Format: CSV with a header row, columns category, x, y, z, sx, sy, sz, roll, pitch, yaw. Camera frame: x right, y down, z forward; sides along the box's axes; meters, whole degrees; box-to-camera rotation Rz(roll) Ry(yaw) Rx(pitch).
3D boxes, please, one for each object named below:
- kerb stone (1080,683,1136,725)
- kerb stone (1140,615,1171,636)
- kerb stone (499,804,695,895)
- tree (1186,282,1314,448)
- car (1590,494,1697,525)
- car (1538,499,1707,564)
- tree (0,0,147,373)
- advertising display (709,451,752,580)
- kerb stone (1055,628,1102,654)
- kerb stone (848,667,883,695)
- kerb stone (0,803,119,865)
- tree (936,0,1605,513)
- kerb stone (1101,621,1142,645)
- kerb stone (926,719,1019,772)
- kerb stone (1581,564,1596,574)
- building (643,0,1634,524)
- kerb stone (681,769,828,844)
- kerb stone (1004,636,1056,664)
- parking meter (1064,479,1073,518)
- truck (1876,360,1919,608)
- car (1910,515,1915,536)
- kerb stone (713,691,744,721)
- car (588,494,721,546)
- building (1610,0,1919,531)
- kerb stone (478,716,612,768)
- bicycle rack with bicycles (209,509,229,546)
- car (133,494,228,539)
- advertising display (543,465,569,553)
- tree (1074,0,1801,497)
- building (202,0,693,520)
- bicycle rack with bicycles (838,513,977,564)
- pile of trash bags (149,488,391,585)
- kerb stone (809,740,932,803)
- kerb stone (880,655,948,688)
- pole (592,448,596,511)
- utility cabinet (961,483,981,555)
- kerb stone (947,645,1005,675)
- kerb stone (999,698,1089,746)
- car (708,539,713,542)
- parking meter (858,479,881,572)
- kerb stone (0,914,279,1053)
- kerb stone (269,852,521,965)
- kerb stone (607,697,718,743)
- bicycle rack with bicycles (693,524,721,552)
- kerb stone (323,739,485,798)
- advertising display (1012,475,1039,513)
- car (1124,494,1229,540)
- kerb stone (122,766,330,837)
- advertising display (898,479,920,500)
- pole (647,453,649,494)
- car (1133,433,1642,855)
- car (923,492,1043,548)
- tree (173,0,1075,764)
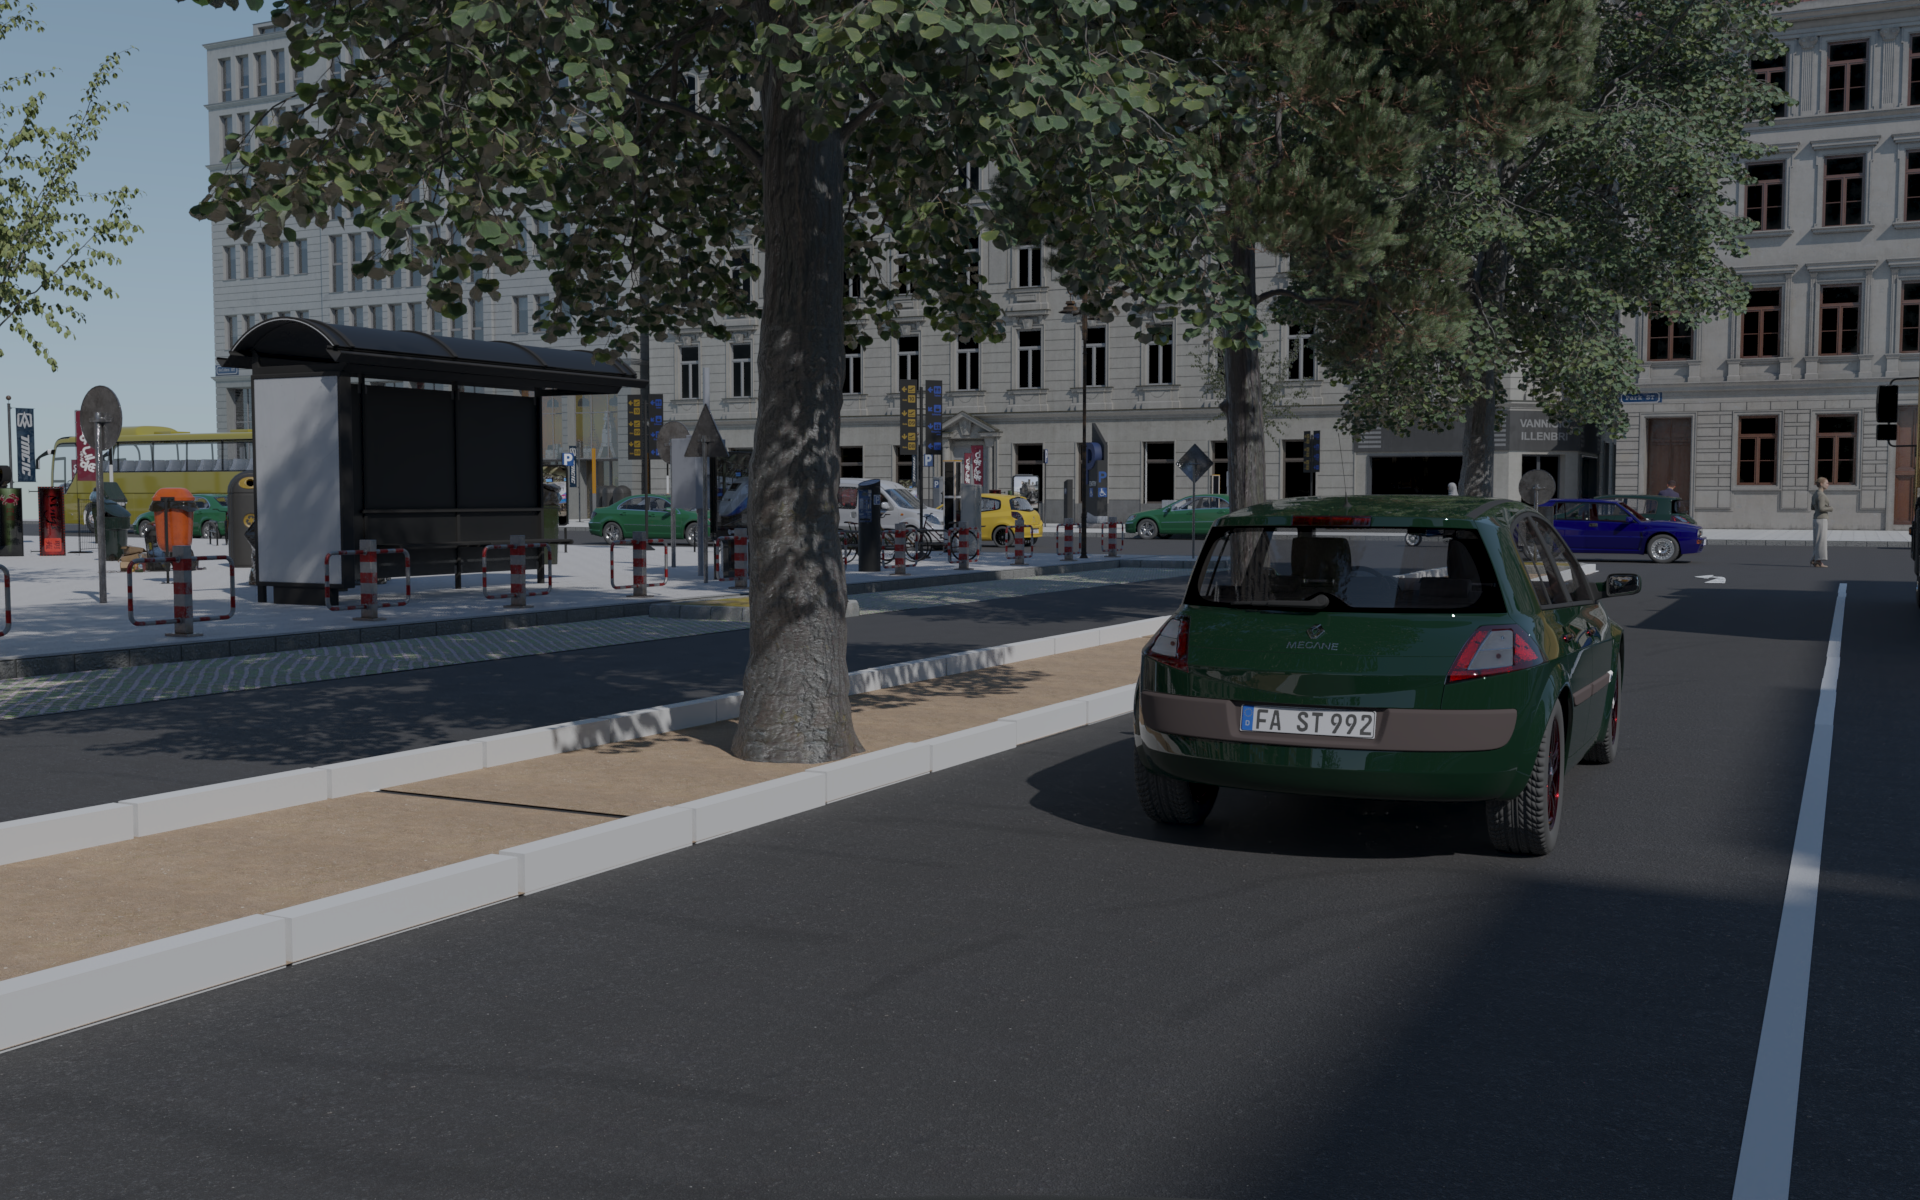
category,x,y,z,sx,sy,sz,roll,pitch,yaw
kerb stone,0.973,0.672,11.211,0.120,0.150,1.000,2,4,27
kerb stone,1.956,0.275,17.698,0.120,0.150,1.000,2,4,27
kerb stone,-1.375,0.951,6.648,0.120,0.150,1.000,2,4,27
tree,9.783,-6.663,59.307,4.360,8.622,3.978,0,3,0
car,15.776,-1.989,42.310,4.222,1.686,2.009,2,4,27
car,13.793,-1.489,36.929,3.894,1.354,1.945,2,4,27
tree,-12.660,-4.363,21.700,4.737,8.622,4.395,0,3,0
advertising display,-3.446,-1.287,26.258,0.123,1.923,0.974,2,4,30
kerb stone,1.025,0.387,15.872,0.120,0.150,1.000,2,4,27
kerb stone,-0.860,0.612,12.221,0.120,0.150,1.000,2,4,27
kerb stone,-3.695,0.946,6.732,0.120,0.150,1.000,2,4,27
tree,3.073,-6.648,18.582,7.806,13.903,7.818,0,3,0
kerb stone,1.495,0.331,16.783,0.120,0.150,1.000,2,4,27
kerb stone,0.035,0.793,9.386,0.120,0.150,1.000,2,4,27
kerb stone,11.350,-0.556,31.281,0.120,0.150,1.000,2,4,27
building,7.520,-18.640,81.179,44.131,29.872,17.030,2,4,27
kerb stone,-0.903,0.900,7.564,0.120,0.150,1.000,2,4,27
kerb stone,0.552,0.443,14.963,0.120,0.150,1.000,2,4,27
parking meter,4.299,-3.858,68.797,0.255,1.863,0.399,-1,4,-19
truck,12.179,-1.430,19.309,3.469,3.379,9.791,2,4,27
car,26.549,-1.940,44.298,3.894,1.354,1.945,2,4,28
kerb stone,-1.346,0.669,11.303,0.120,0.150,1.000,2,4,27
car,-8.215,-2.281,49.093,4.920,1.459,2.131,2,4,26
building,35.422,-13.926,63.849,21.152,22.565,11.583,2,4,27
kerb stone,-2.283,0.782,9.475,0.120,0.150,1.000,2,4,27
bicycle rack with bicycles,-17.963,-1.884,44.182,2.852,0.926,2.925,-2,4,-27
car,-22.857,-2.477,52.297,4.920,1.459,2.131,2,4,28
advertising display,-9.040,-1.991,37.764,0.974,1.923,0.123,-1,4,-9
tree,7.855,-7.158,26.147,9.857,13.997,8.962,0,3,0
building,-26.765,-19.482,96.016,29.804,29.767,11.434,2,4,27
bicycle rack with bicycles,-1.457,-1.168,32.475,2.925,0.926,2.852,2,4,33
pile of trash bags,-9.939,-0.934,25.028,3.447,1.369,1.912,0,4,-2
kerb stone,-0.438,0.839,8.476,0.120,0.150,1.000,2,4,27
kerb stone,-0.396,0.554,13.135,0.120,0.150,1.000,2,4,27
pole,-16.300,-5.096,77.168,0.158,3.312,0.155,0,3,0
utility cabinet,0.250,-1.690,36.308,0.318,1.500,1.173,0,4,7
kerb stone,0.075,0.499,14.045,0.120,0.150,1.000,2,4,27
kerb stone,0.498,0.728,10.300,0.120,0.150,1.000,2,4,27
car,-6.002,-2.551,51.933,3.980,1.641,2.015,2,4,29
parking meter,-1.498,-1.238,28.654,0.372,1.533,0.369,0,3,0
kerb stone,-2.323,1.063,4.823,0.120,0.150,1.000,2,4,27
kerb stone,-1.853,1.012,5.734,0.120,0.150,1.000,2,4,27
kerb stone,-1.805,0.724,10.381,0.120,0.150,1.000,2,4,27
bicycle rack with bicycles,-4.612,-1.517,38.189,2.852,0.926,2.925,-2,4,-34
kerb stone,-2.757,0.837,8.560,0.120,0.150,1.000,2,4,27
advertising display,2.257,-3.333,59.713,0.974,1.923,0.123,-1,4,-22
car,7.573,-2.624,54.694,4.920,1.459,2.131,2,4,26
kerb stone,-3.231,0.890,7.651,0.120,0.150,1.000,2,4,27
advertising display,-2.202,-4.282,75.224,0.974,1.923,0.123,1,4,20
pole,-15.505,-5.627,85.852,0.158,3.312,0.155,0,3,0
car,2.211,0.081,8.466,2.009,1.686,4.222,2,4,26
car,0.284,-2.288,47.636,3.980,1.641,2.015,2,4,28
tree,-0.880,-6.120,9.169,9.857,13.997,8.962,0,3,0
